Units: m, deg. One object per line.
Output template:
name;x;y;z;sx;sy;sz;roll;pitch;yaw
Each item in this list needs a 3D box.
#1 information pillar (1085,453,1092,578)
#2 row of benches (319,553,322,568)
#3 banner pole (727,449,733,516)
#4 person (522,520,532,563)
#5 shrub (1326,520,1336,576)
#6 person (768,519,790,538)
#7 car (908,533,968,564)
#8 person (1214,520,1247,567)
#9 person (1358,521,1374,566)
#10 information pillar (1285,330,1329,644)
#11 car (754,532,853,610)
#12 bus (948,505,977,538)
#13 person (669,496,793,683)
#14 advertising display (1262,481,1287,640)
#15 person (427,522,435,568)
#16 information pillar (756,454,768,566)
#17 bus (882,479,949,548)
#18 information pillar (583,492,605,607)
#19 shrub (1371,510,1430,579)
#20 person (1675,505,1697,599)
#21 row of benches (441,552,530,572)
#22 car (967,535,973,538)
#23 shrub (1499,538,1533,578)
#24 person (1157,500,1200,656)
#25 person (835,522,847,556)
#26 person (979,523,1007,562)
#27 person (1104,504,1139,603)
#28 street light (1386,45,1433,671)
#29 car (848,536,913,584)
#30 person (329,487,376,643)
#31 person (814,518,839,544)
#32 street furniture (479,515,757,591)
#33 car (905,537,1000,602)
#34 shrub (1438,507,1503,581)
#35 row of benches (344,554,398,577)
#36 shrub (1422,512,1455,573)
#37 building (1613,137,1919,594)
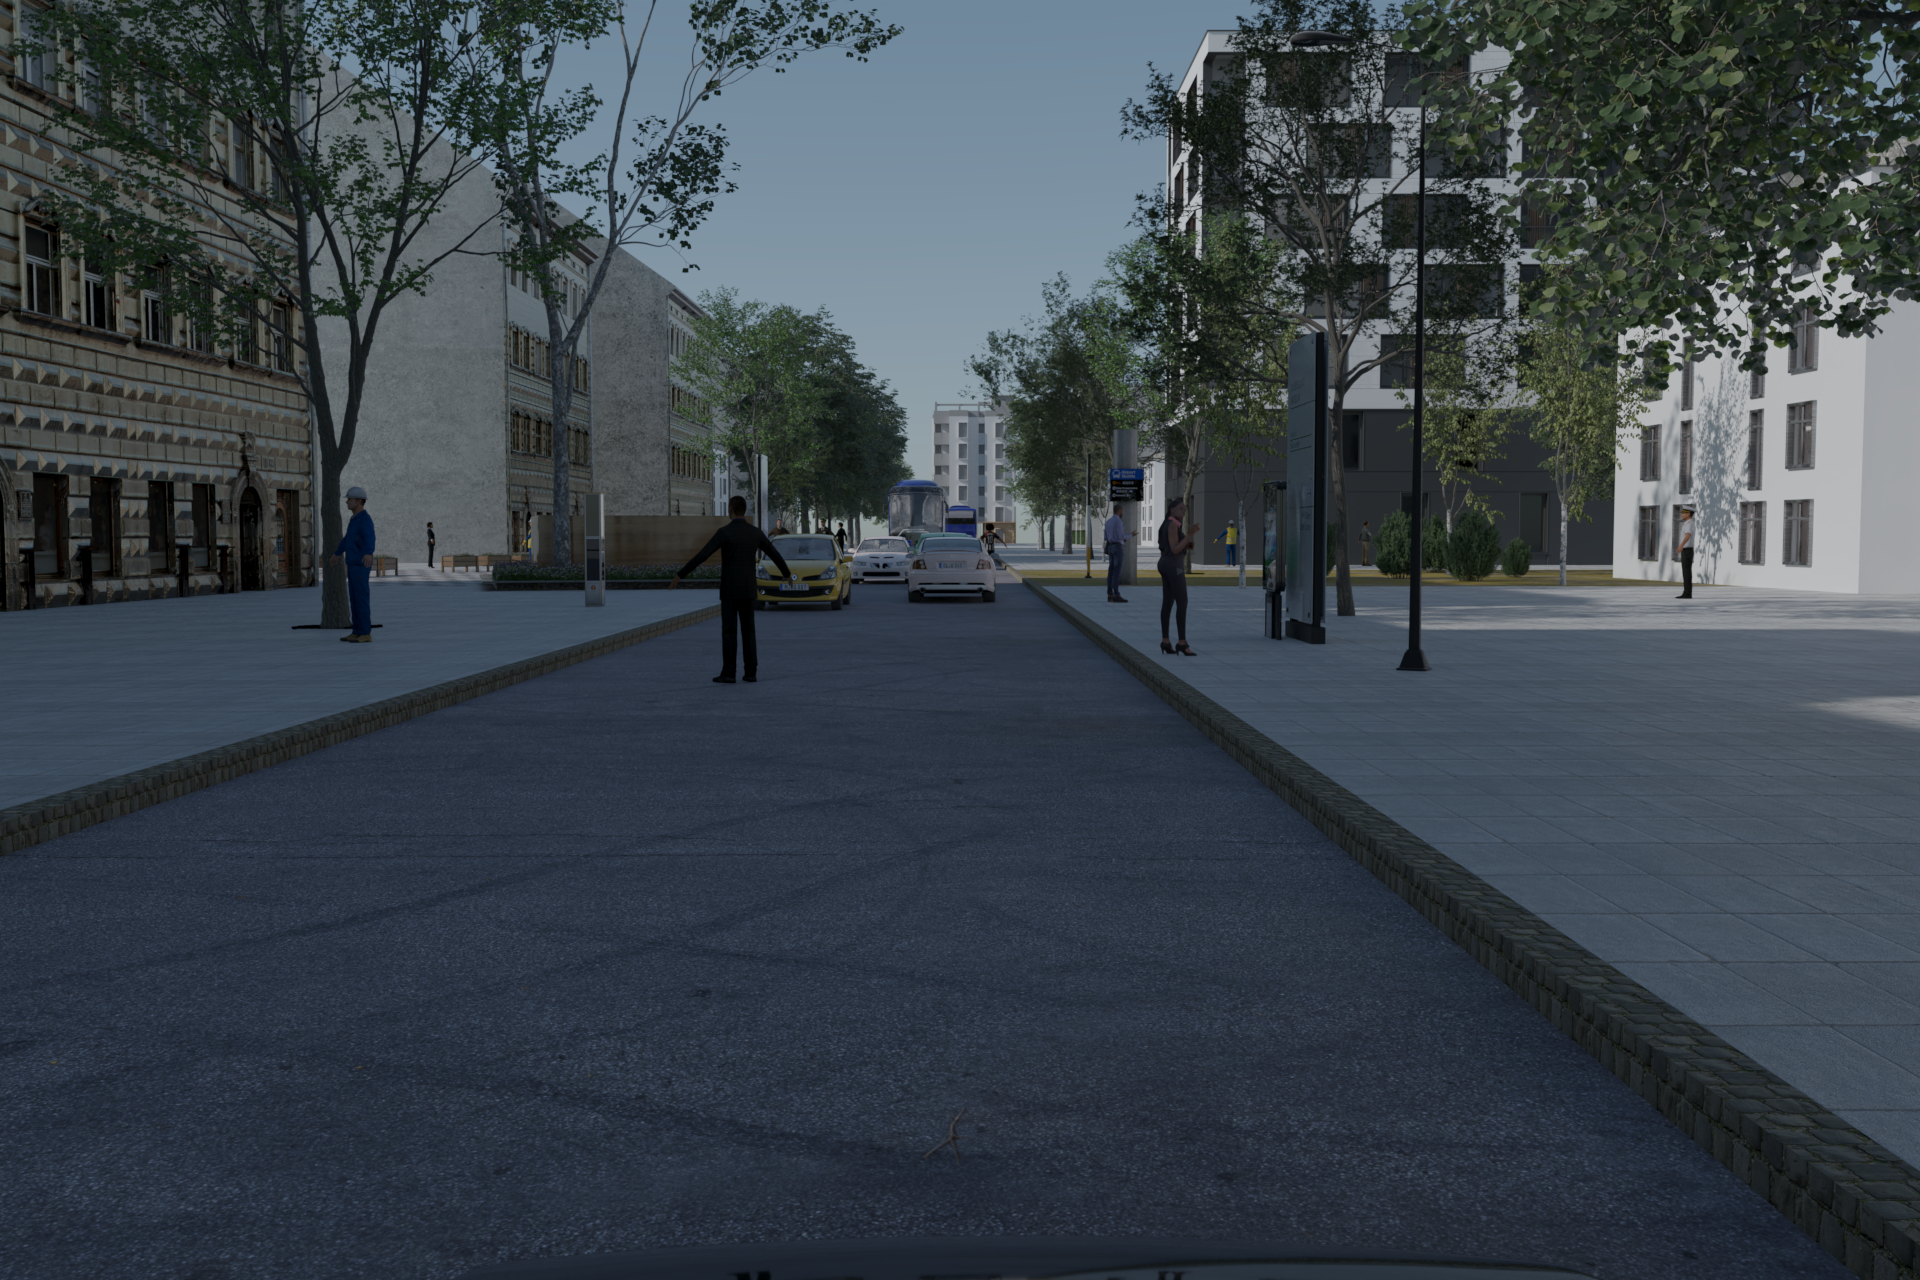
information pillar;3.731;-3.607;50.328;0.183;3.616;0.504;0;4;-1
row of benches;-22.190;-2.487;56.127;4.104;0.672;1.422;-1;4;-21
banner pole;-6.822;-3.762;51.524;0.401;3.779;0.863;0;4;2
person;-13.084;-2.835;52.820;0.721;1.772;1.216;0;4;6
shrub;9.879;-2.727;48.632;1.661;2.075;1.752;0;3;0
person;-6.348;-3.355;60.993;1.346;1.812;0.704;-1;4;-14
car;-0.438;-2.297;46.351;1.959;1.807;4.718;0;4;-1
person;10.675;-3.809;68.241;1.349;1.833;0.705;-1;4;-9
person;16.321;-3.868;69.512;0.705;1.796;1.348;-1;4;-18
information pillar;4.173;-1.807;20.868;0.184;3.620;1.656;0;4;0
car;-3.060;-1.443;33.815;2.015;1.641;3.980;0;4;0
bus;0.021;-9.552;147.714;2.896;3.916;12.251;0;4;-1
person;-2.161;-0.493;16.750;1.346;1.802;0.704;-3;4;-37
advertising display;3.861;-0.984;21.302;0.123;1.923;0.974;0;4;0
person;-19.844;-3.578;65.219;0.721;1.740;1.216;-1;4;-15
information pillar;-5.905;-3.694;51.711;0.184;3.620;1.656;0;4;-1
bus;-1.908;-5.514;81.695;2.896;3.916;12.251;0;4;0
information pillar;-6.479;-1.604;30.711;0.304;2.012;0.304;0;4;0
shrub;12.705;-2.786;49.979;1.690;2.028;1.600;0;3;0
person;14.398;-1.747;34.360;0.704;1.855;1.343;2;4;27
row of benches;-15.979;-2.704;59.666;1.422;0.672;4.104;3;4;36
car;-0.113;-3.557;70.167;2.014;1.417;4.499;0;4;-1
shrub;16.425;-2.450;51.167;1.383;1.207;1.383;0;3;0
person;2.343;-0.665;18.389;0.593;1.643;0.415;3;5;41
person;-5.266;-4.277;76.121;0.705;1.806;1.347;2;4;26
person;1.055;-3.270;62.068;1.345;1.843;0.704;-1;4;-9
person;3.044;-1.630;32.565;0.599;1.838;0.709;-2;4;-24
street light;4.830;-2.668;16.160;1.470;5.913;1.316;0;4;0
car;-2.254;-2.390;51.436;2.083;1.381;4.827;0;4;0
person;-7.169;-0.898;20.558;0.705;1.842;1.347;-3;4;-37
person;-4.762;-3.321;60.230;1.347;1.837;0.705;2;4;27
street furniture;-9.231;-2.161;42.186;9.812;1.723;11.010;-1;4;-16
car;-0.166;-1.553;37.756;2.083;1.381;4.827;0;4;0
shrub;13.859;-2.604;46.998;1.690;2.028;1.600;0;3;0
row of benches;-17.890;-2.229;51.903;1.422;0.672;4.104;0;4;5
shrub;15.806;-3.241;57.411;1.690;2.028;1.600;0;3;0
building;23.729;-5.798;36.952;9.099;9.664;28.070;0;4;0
